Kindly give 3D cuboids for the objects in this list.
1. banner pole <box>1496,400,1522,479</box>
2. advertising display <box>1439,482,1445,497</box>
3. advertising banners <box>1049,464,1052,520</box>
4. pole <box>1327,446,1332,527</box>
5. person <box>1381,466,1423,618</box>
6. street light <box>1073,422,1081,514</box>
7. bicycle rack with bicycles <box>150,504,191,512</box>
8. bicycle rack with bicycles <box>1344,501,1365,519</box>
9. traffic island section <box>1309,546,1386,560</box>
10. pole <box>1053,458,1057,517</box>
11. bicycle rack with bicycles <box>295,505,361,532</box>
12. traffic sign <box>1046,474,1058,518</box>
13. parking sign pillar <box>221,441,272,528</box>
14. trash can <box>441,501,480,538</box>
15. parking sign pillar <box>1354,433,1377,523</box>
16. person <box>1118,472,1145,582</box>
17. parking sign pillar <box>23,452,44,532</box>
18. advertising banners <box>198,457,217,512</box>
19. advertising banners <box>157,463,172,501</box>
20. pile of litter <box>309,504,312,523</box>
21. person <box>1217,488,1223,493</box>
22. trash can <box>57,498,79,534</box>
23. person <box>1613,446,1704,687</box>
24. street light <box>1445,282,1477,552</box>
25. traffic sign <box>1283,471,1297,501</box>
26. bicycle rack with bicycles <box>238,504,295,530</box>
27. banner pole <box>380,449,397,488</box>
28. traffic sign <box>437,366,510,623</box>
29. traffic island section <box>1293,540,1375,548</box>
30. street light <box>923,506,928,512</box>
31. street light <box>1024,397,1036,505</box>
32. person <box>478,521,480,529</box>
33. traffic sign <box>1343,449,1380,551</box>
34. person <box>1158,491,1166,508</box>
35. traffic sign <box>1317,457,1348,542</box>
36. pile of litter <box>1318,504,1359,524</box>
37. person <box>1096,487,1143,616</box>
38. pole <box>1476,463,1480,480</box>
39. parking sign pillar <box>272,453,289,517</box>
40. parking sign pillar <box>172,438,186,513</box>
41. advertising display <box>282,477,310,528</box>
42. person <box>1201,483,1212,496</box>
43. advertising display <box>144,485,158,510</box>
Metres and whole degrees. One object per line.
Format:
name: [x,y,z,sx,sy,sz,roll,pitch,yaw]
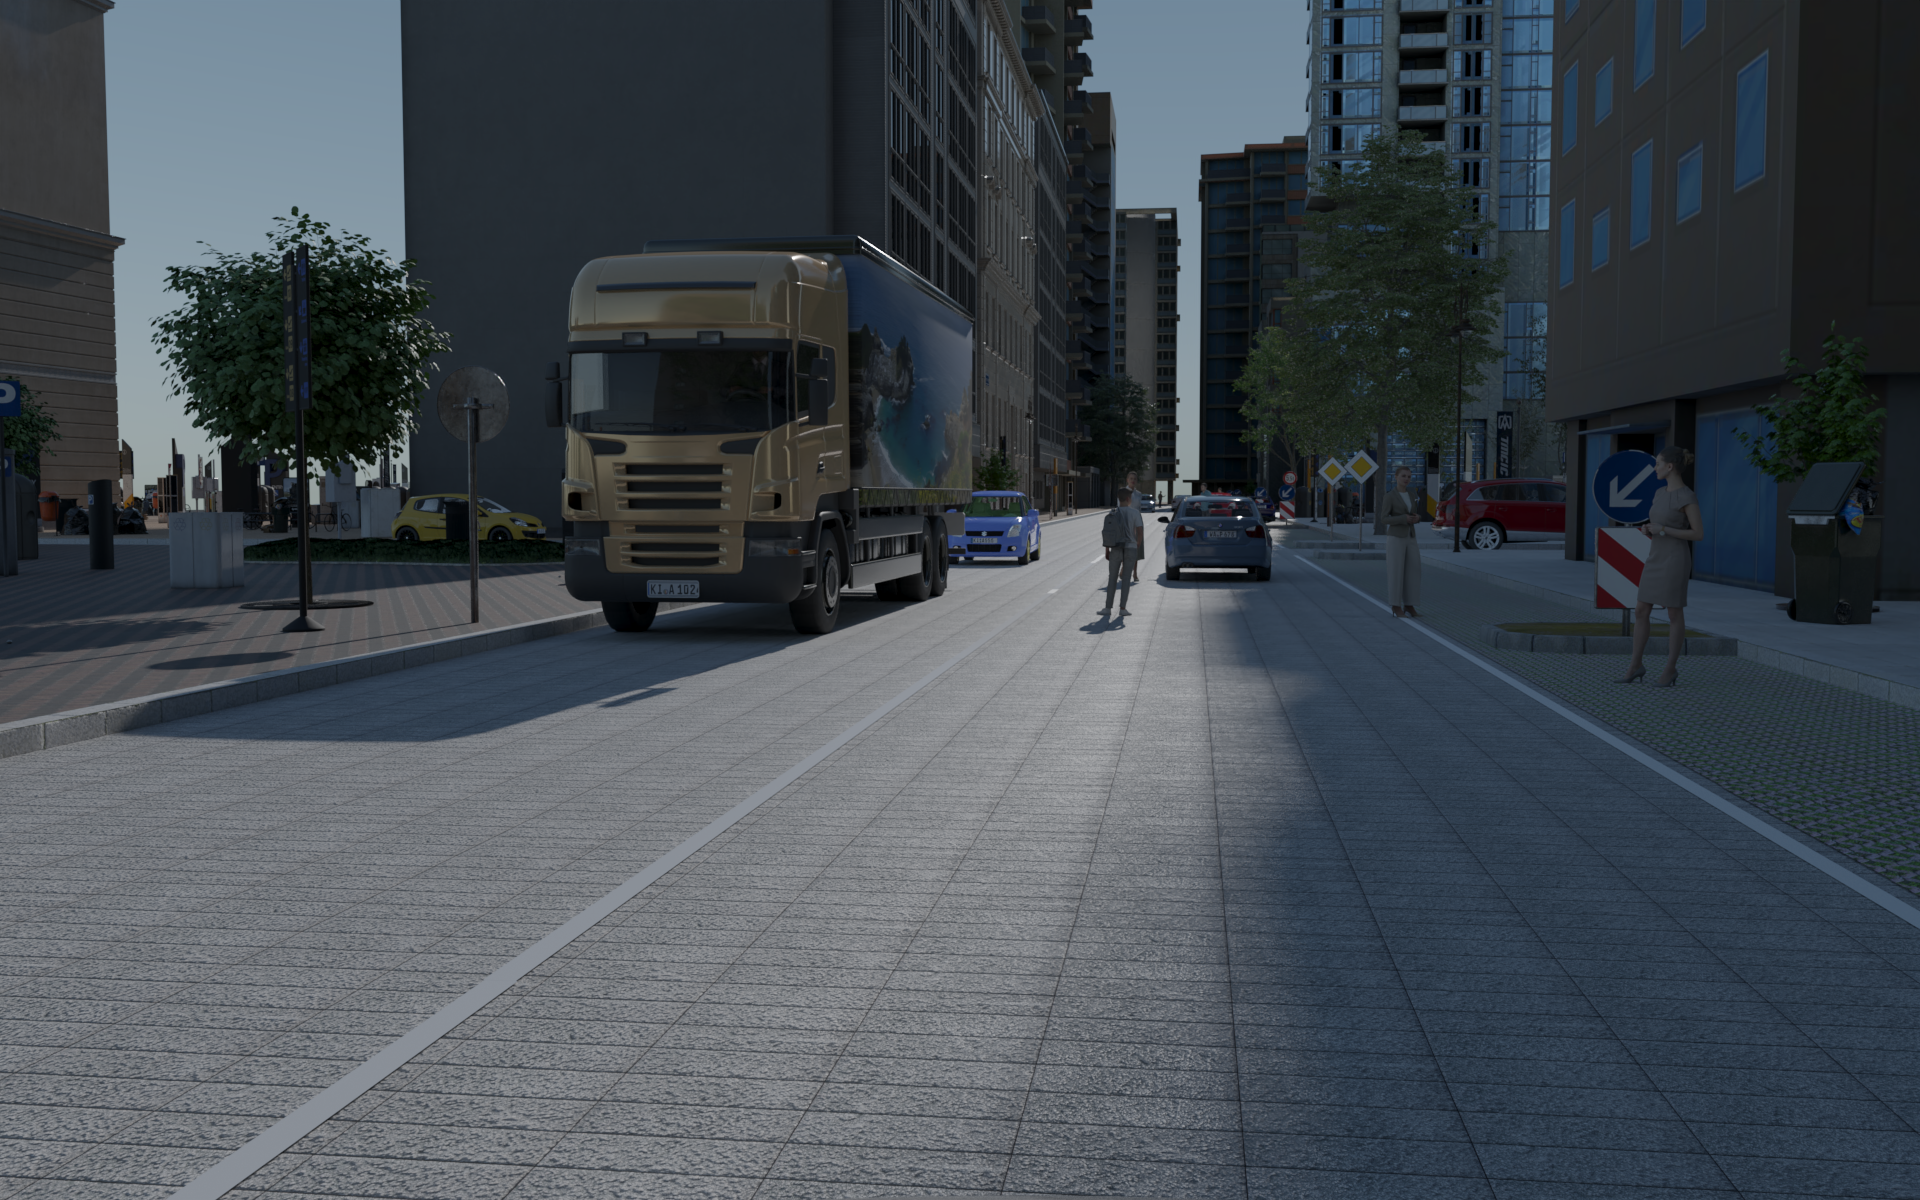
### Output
banner pole: [14.609,-3.426,46.026,0.863,3.779,0.401,-1,4,-9]
advertising display: [26.280,-5.537,95.742,0.974,1.923,0.123,1,4,15]
advertising banners: [4.440,-5.436,85.060,0.090,3.025,2.074,0,4,5]
pole: [14.592,-4.552,68.266,0.158,3.312,0.155,0,3,0]
person: [5.133,-0.671,20.026,0.519,1.759,0.362,-2,4,-28]
street light: [7.512,-8.506,111.856,0.468,5.910,1.993,0,4,8]
bicycle rack with bicycles: [-50.880,-6.003,111.537,2.925,0.926,2.852,0,4,7]
bicycle rack with bicycles: [20.867,-4.621,88.934,2.925,0.926,2.852,-1,4,-17]
traffic island section: [8.993,-1.012,38.821,2.009,0.180,2.903,0,4,8]
pole: [5.428,-6.400,98.482,0.158,3.312,0.155,0,3,0]
bicycle rack with bicycles: [-20.712,-2.824,59.553,2.852,0.926,2.925,0,4,5]
traffic sign: [4.696,-5.277,88.403,0.606,2.300,0.079,1,4,17]
parking sign pillar: [-27.555,-4.756,66.225,1.447,3.967,1.447,1,4,13]
trash can: [-10.045,-1.421,34.887,0.748,1.137,0.748,0,3,0]
parking sign pillar: [18.114,-5.381,76.448,1.447,3.967,1.447,1,4,11]
person: [2.791,-1.214,28.579,0.478,1.798,0.641,-1,4,-10]
parking sign pillar: [-31.489,-4.246,57.890,1.447,3.967,1.447,-2,4,-33]
advertising banners: [-35.033,-5.165,80.629,0.090,3.025,2.074,-3,5,-43]
advertising banners: [-44.915,-6.219,97.873,0.090,3.025,2.074,0,4,-3]
pile of litter: [-29.254,-3.941,78.401,1.719,0.858,1.176,2,4,28]
person: [17.133,-6.486,114.458,0.656,1.842,0.836,-1,4,-14]
trash can: [-29.020,-2.728,56.257,0.748,1.137,0.748,0,3,0]
person: [5.168,-0.242,12.790,0.374,1.781,0.599,-1,4,-17]
street light: [10.947,-3.988,37.990,0.468,5.910,1.993,0,4,8]
traffic sign: [18.403,-5.902,96.596,0.768,2.556,0.104,1,4,12]
bicycle rack with bicycles: [-24.844,-2.978,62.075,2.925,0.926,2.852,0,4,-7]
banner pole: [-25.310,-5.271,76.191,0.401,3.779,0.863,1,4,19]
traffic sign: [-4.840,-1.046,17.209,0.768,2.556,0.104,1,4,9]
traffic island section: [10.048,-1.496,46.736,2.009,0.180,2.903,0,4,8]
street light: [-0.978,-4.634,48.560,0.468,5.910,1.993,0,4,8]
street light: [3.265,-6.614,80.934,0.468,5.910,1.993,0,4,8]
person: [-12.393,-1.853,43.817,0.505,1.210,0.382,-1,4,-16]
traffic sign: [8.969,-2.147,38.747,0.795,2.450,0.064,0,4,8]
person: [20.824,-10.372,178.610,0.750,1.759,0.617,-1,4,-17]
traffic sign: [10.024,-2.631,46.662,0.795,2.450,0.064,0,4,8]
pile of litter: [16.332,-3.715,74.699,1.719,0.858,1.176,1,4,21]
person: [1.878,-0.571,20.424,0.503,1.515,0.523,-1,4,-19]
pole: [34.383,-7.413,115.051,0.158,3.312,0.155,0,3,0]
parking sign pillar: [-38.175,-6.624,96.781,1.447,3.967,1.447,0,4,7]
parking sign pillar: [-37.829,-5.836,83.887,1.447,3.967,1.447,-1,4,-18]
advertising display: [-25.273,-3.716,65.970,0.974,1.923,0.123,-1,4,-9]
person: [8.844,-3.260,61.826,0.620,1.820,0.660,-2,4,-35]
advertising display: [-54.800,-6.864,117.434,0.974,1.923,0.123,0,4,8]
